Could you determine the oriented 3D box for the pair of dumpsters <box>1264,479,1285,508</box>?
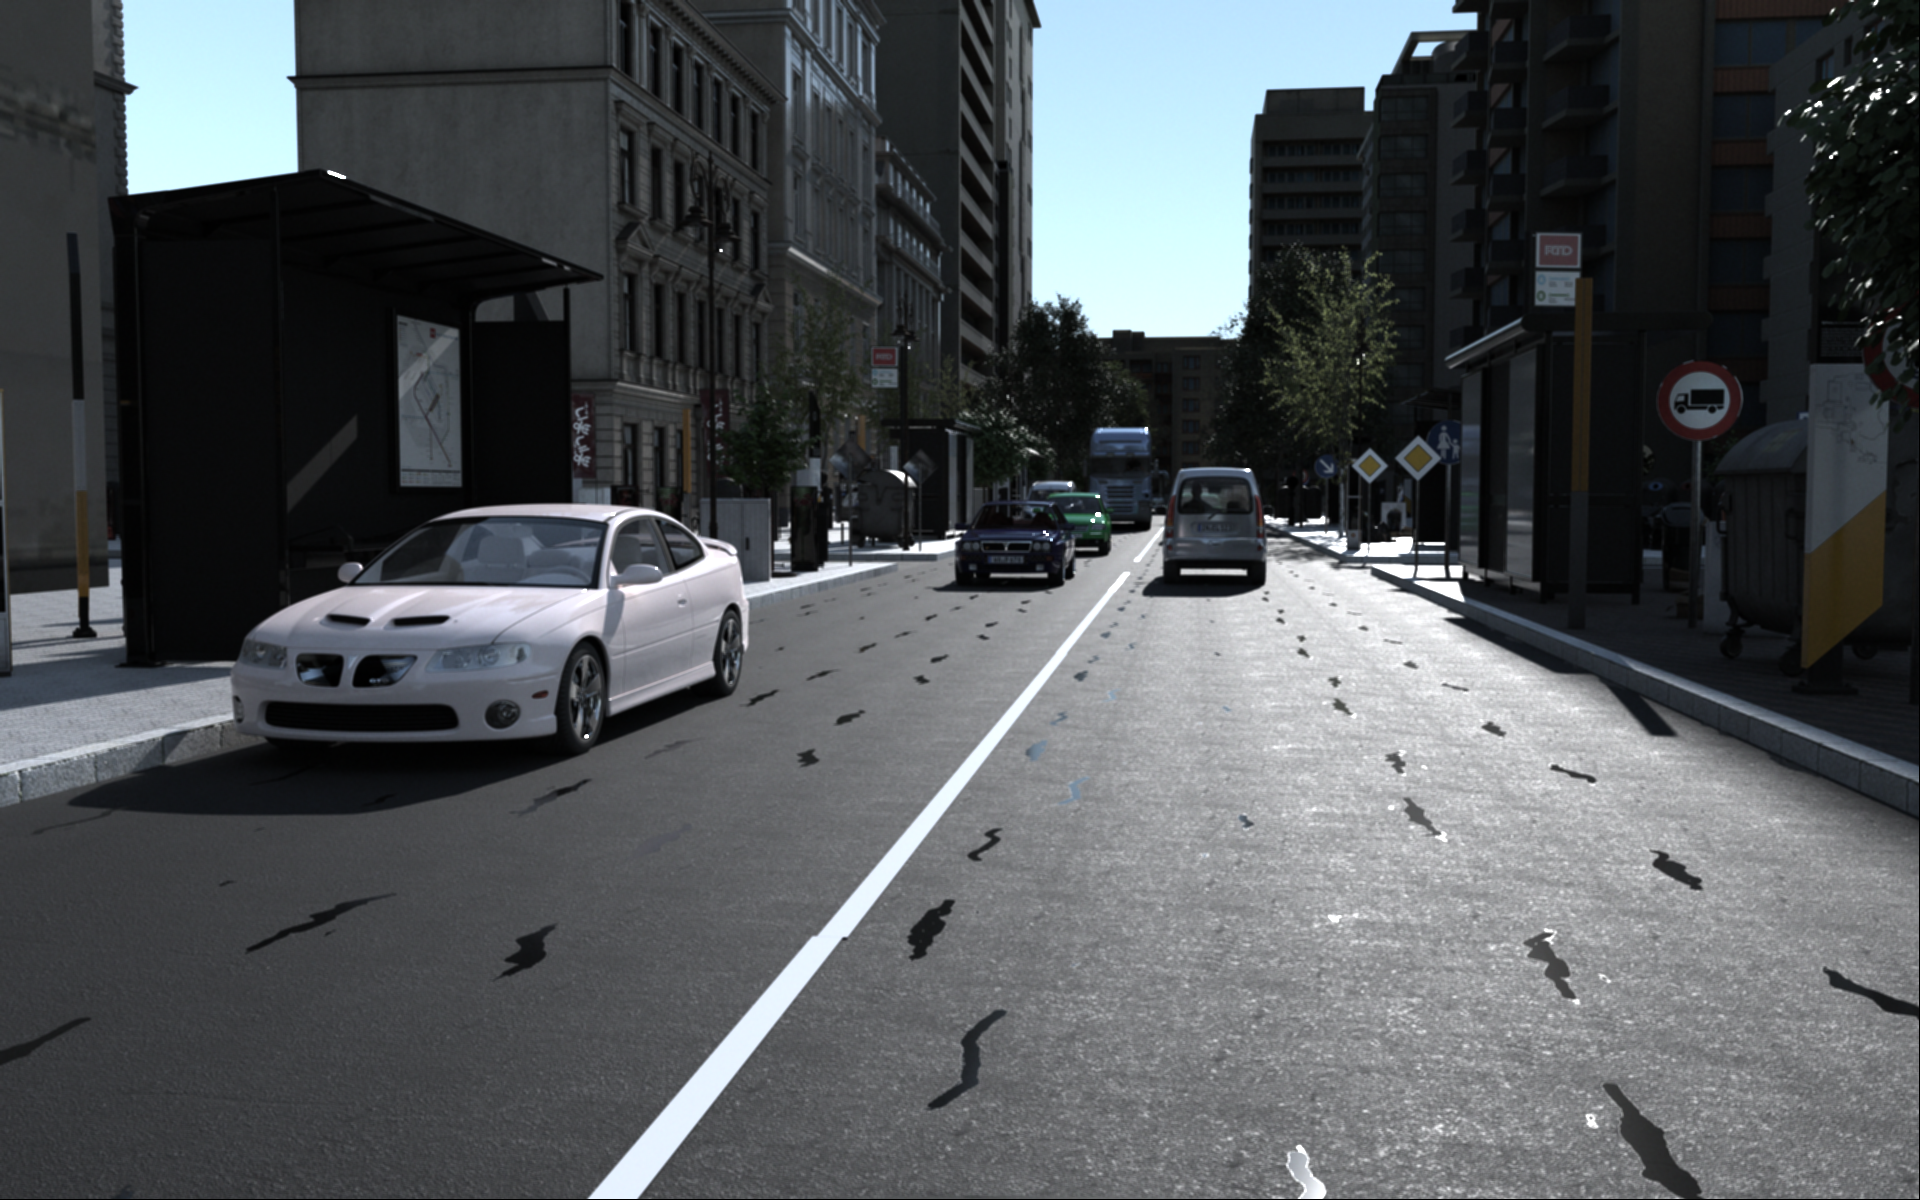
[{"bbox_3d":[20.084,-6.545,109.503,1.574,2.255,4.437,0,4,8],"label":"pair of dumpsters"}]

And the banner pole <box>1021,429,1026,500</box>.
[{"bbox_3d":[2.439,-4.682,66.564,0.401,3.779,0.863,1,4,15],"label":"banner pole"}]

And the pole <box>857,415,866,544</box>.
[{"bbox_3d":[-2.549,-3.116,44.792,0.158,3.312,0.155,0,3,0],"label":"pole"}]

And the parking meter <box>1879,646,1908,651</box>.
[{"bbox_3d":[7.652,-0.523,14.266,0.399,1.863,0.255,1,4,18],"label":"parking meter"}]

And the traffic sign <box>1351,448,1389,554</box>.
[{"bbox_3d":[8.818,-2.060,37.330,0.795,2.450,0.064,0,4,8],"label":"traffic sign"}]

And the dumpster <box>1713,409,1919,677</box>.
[{"bbox_3d":[6.443,-0.426,12.727,1.264,1.857,1.865,0,4,7],"label":"dumpster"}]

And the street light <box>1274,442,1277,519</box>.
[{"bbox_3d":[16.139,-7.068,88.355,0.468,5.910,1.993,0,4,8],"label":"street light"}]

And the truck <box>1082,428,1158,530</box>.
[{"bbox_3d":[7.155,-5.282,76.123,2.967,4.110,18.799,0,4,6],"label":"truck"}]

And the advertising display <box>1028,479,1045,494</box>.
[{"bbox_3d":[3.201,-4.278,75.159,0.974,1.923,0.123,-1,4,-13],"label":"advertising display"}]

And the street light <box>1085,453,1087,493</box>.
[{"bbox_3d":[7.703,-8.143,105.930,0.468,5.910,1.993,0,4,8],"label":"street light"}]

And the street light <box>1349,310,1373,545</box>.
[{"bbox_3d":[10.110,-4.342,43.783,0.468,5.910,1.993,0,4,8],"label":"street light"}]

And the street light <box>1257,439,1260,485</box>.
[{"bbox_3d":[19.014,-8.430,110.617,0.468,5.910,1.993,0,4,8],"label":"street light"}]

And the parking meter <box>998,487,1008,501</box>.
[{"bbox_3d":[1.653,-3.554,66.518,0.372,1.533,0.369,0,3,0],"label":"parking meter"}]

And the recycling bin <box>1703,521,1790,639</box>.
[{"bbox_3d":[7.260,-0.199,15.804,0.722,1.027,0.722,3,4,38],"label":"recycling bin"}]

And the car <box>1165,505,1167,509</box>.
[{"bbox_3d":[7.079,-2.635,51.878,1.959,1.807,4.718,0,4,8],"label":"car"}]

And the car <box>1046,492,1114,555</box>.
[{"bbox_3d":[2.774,-2.039,42.128,1.959,1.807,4.718,0,4,6],"label":"car"}]

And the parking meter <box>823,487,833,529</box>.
[{"bbox_3d":[-4.876,-3.389,63.816,0.372,1.533,0.369,0,3,0],"label":"parking meter"}]

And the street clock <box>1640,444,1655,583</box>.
[{"bbox_3d":[9.787,-1.256,25.098,0.471,2.002,0.358,-1,4,-19],"label":"street clock"}]

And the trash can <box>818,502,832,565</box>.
[{"bbox_3d":[-2.695,-1.209,31.415,0.748,1.137,0.748,0,3,0],"label":"trash can"}]

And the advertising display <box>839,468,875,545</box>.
[{"bbox_3d":[-2.597,-2.365,43.877,0.974,1.923,0.123,1,4,22],"label":"advertising display"}]

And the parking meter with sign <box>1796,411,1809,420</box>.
[{"bbox_3d":[18.543,-2.465,36.561,1.738,3.016,0.543,-1,4,-14],"label":"parking meter with sign"}]

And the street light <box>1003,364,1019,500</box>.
[{"bbox_3d":[1.822,-5.446,61.826,0.468,5.910,1.993,0,4,8],"label":"street light"}]

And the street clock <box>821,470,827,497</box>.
[{"bbox_3d":[-4.161,-2.841,51.023,0.471,2.002,0.358,2,4,25],"label":"street clock"}]

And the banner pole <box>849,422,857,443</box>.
[{"bbox_3d":[-3.671,-4.295,60.243,0.401,3.779,0.863,-2,4,-30],"label":"banner pole"}]

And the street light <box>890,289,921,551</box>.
[{"bbox_3d":[-1.223,-4.066,39.268,0.468,5.910,1.993,0,4,8],"label":"street light"}]

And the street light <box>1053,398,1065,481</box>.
[{"bbox_3d":[4.811,-6.794,83.872,0.468,5.910,1.993,0,4,8],"label":"street light"}]

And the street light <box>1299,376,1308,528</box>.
[{"bbox_3d":[13.098,-5.720,66.316,0.468,5.910,1.993,0,4,8],"label":"street light"}]

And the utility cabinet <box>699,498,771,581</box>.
[{"bbox_3d":[-3.314,-0.882,25.578,1.020,1.237,0.306,0,4,0],"label":"utility cabinet"}]

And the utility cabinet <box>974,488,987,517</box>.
[{"bbox_3d":[0.422,-3.465,65.324,1.173,1.500,0.318,1,4,16],"label":"utility cabinet"}]

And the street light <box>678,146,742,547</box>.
[{"bbox_3d":[-3.359,-3.100,23.470,0.468,5.910,1.993,0,4,8],"label":"street light"}]

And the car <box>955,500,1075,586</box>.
[{"bbox_3d":[0.949,-0.970,28.441,1.945,1.354,3.894,0,4,7],"label":"car"}]

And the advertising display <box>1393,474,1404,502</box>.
[{"bbox_3d":[14.007,-3.065,55.323,0.123,1.923,0.974,2,4,27],"label":"advertising display"}]

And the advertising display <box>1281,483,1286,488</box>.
[{"bbox_3d":[19.821,-6.071,104.467,0.974,1.923,0.123,3,5,41],"label":"advertising display"}]

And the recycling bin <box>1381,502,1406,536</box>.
[{"bbox_3d":[13.377,-2.500,53.427,0.722,1.027,0.722,1,4,18],"label":"recycling bin"}]

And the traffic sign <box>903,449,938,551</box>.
[{"bbox_3d":[-0.888,-2.141,38.640,0.795,2.450,0.064,0,4,8],"label":"traffic sign"}]

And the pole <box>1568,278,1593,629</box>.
[{"bbox_3d":[5.902,-1.384,16.477,0.158,3.312,0.155,0,3,0],"label":"pole"}]

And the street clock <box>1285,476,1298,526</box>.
[{"bbox_3d":[13.384,-3.995,69.890,0.471,2.002,0.358,-1,4,-22],"label":"street clock"}]

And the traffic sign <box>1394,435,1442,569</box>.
[{"bbox_3d":[7.763,-1.576,29.415,0.795,2.450,0.064,0,4,8],"label":"traffic sign"}]

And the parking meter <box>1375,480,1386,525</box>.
[{"bbox_3d":[17.242,-3.999,71.099,0.399,1.863,0.255,-1,4,-16],"label":"parking meter"}]

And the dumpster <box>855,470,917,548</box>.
[{"bbox_3d":[-1.791,-2.207,41.835,1.264,1.857,1.865,0,4,8],"label":"dumpster"}]

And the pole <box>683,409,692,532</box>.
[{"bbox_3d":[-6.559,-2.923,41.628,0.158,3.312,0.155,0,3,0],"label":"pole"}]

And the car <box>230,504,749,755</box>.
[{"bbox_3d":[-2.736,0.076,11.127,2.083,1.381,4.827,1,4,9],"label":"car"}]
